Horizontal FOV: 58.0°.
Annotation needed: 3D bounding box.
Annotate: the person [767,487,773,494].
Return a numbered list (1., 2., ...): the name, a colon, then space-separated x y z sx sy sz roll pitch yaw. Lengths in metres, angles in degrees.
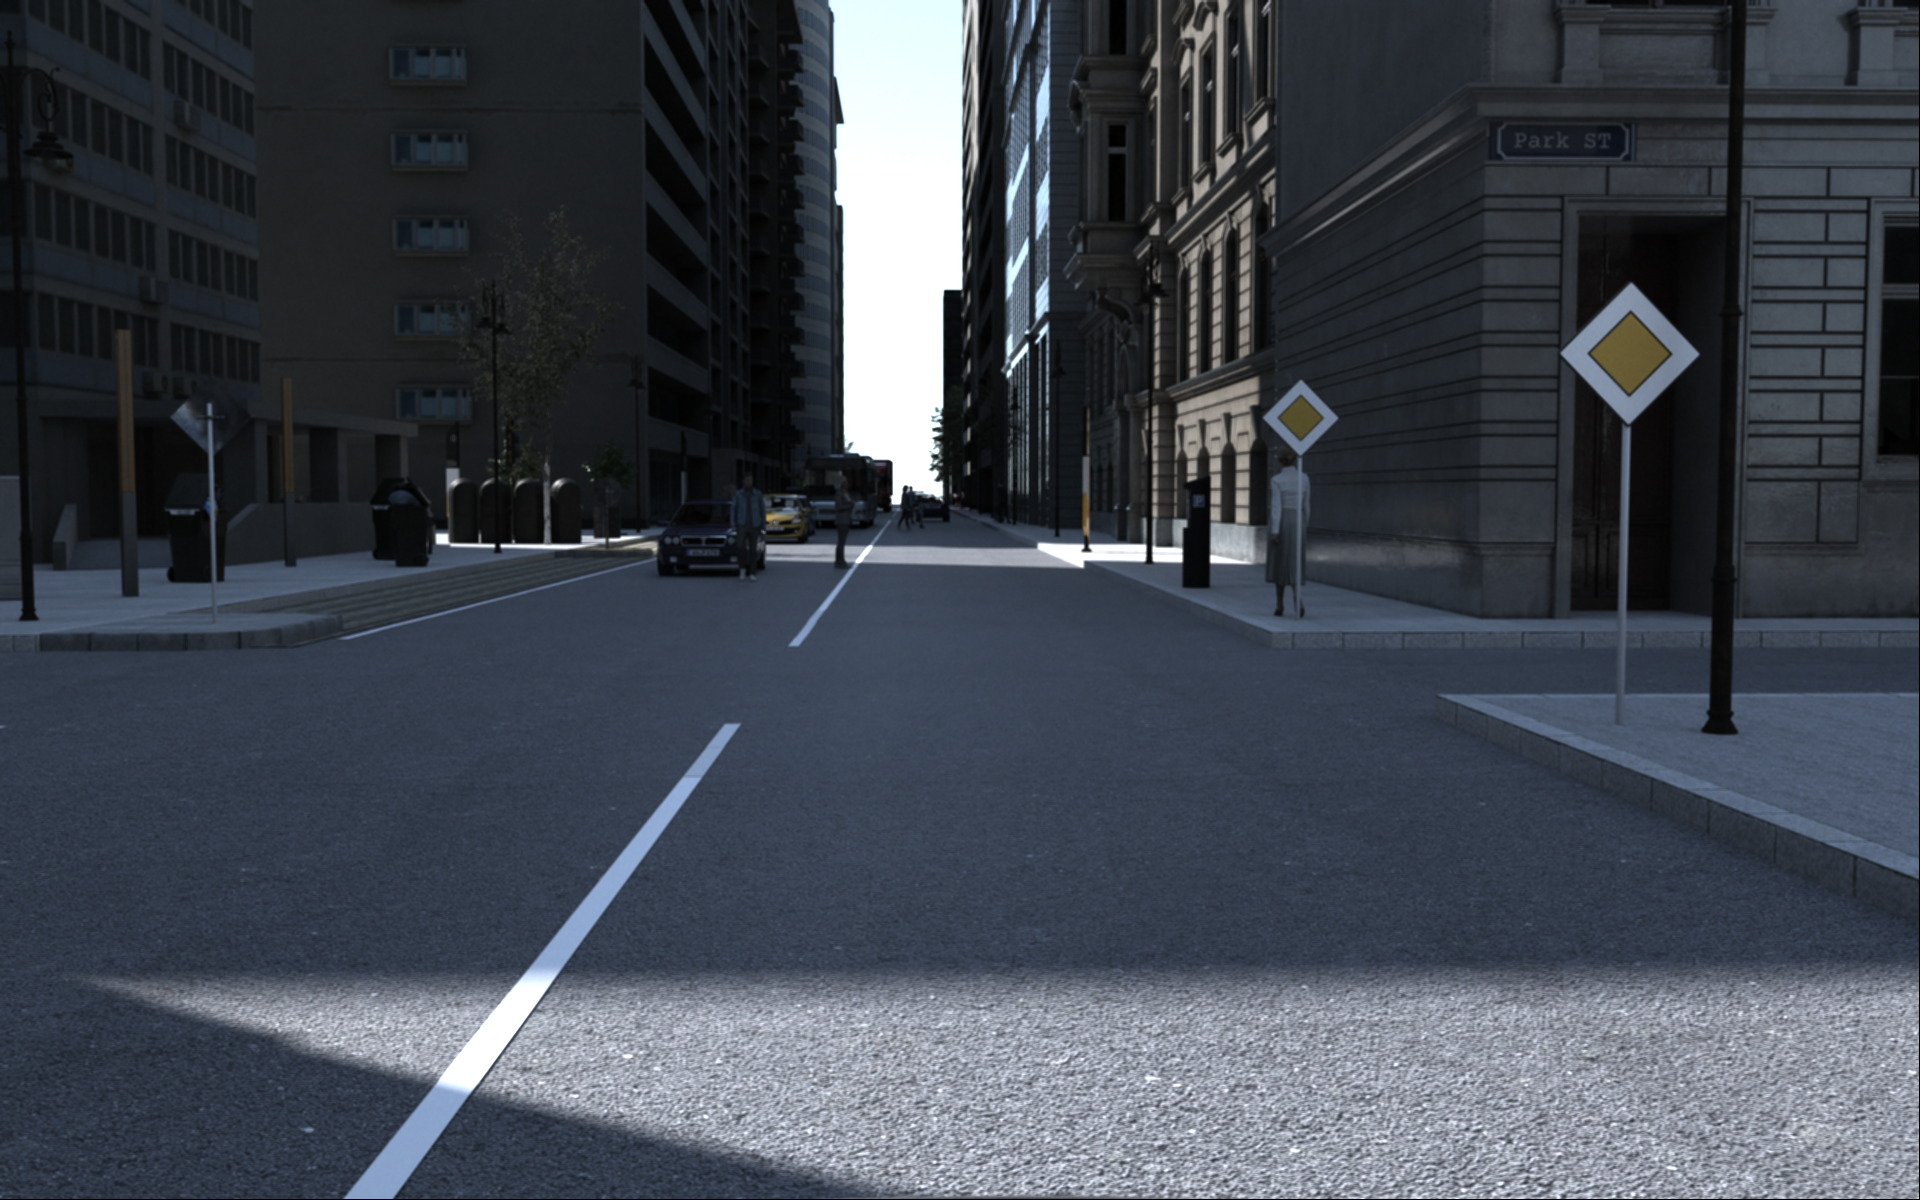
1. person: -11.667 -6.073 106.138 0.445 1.727 0.742 0 4 3

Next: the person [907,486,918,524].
1. person: -2.414 -4.606 83.676 0.748 1.841 0.638 -2 4 -35

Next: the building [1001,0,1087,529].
1. building: 8.203 -18.369 77.819 11.434 29.767 29.804 0 4 -2

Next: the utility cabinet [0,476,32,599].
1. utility cabinet: -11.844 -0.743 20.831 1.173 1.500 0.318 -1 4 -23

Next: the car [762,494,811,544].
1. car: -5.386 -2.507 51.213 2.015 1.641 3.980 0 4 -3

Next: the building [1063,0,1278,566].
1. building: 10.131 -13.867 45.813 14.460 24.649 34.723 0 4 -2

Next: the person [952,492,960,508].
1. person: -0.352 -8.904 154.815 0.799 1.438 0.628 0 4 1

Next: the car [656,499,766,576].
1. car: -4.506 -1.169 31.692 1.945 1.354 3.894 0 4 -3

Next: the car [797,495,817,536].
1. car: -5.982 -2.958 60.364 2.014 1.417 4.499 0 4 -2

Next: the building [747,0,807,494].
1. building: -24.701 -30.153 147.621 22.147 44.769 28.867 0 4 -2

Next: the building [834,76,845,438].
1. building: -29.144 -38.364 216.483 28.713 52.752 27.495 0 4 -2

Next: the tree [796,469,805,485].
1. tree: -14.160 -11.276 168.082 4.285 4.588 4.351 0 3 0

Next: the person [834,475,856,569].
1. person: -2.201 -1.518 33.501 0.526 1.800 0.537 2 4 28

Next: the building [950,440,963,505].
1. building: 10.337 -54.241 199.511 22.319 86.520 31.000 0 4 -2

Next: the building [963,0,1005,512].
1. building: 11.253 -32.655 157.618 21.300 48.544 21.600 0 4 -2

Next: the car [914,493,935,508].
1. car: -2.629 -7.673 134.492 2.155 1.783 4.494 0 4 -1

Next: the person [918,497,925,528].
1. person: -1.626 -3.734 73.827 0.394 1.301 0.425 -3 5 -42

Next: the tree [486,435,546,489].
1. tree: -13.064 -3.431 50.697 1.663 3.219 1.824 0 3 0

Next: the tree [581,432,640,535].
1. tree: -10.772 -3.634 54.011 1.663 3.219 1.824 0 3 0

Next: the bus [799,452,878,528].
1. bus: -5.163 -4.998 76.576 2.948 3.499 13.247 0 4 -1

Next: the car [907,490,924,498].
1. car: -4.049 -9.095 157.369 2.281 1.827 5.304 0 4 -2

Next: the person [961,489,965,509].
1. person: 0.364 -8.910 152.397 0.721 1.739 1.217 0 4 -2

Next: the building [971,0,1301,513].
1. building: 14.716 -33.218 132.357 28.713 52.752 27.495 0 4 -2

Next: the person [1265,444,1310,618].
1. person: 3.439 -0.719 18.025 0.478 1.798 0.641 0 4 -2

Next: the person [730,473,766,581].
1. person: -3.487 -1.203 28.507 0.601 1.785 0.444 -1 4 -8

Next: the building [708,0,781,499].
1. building: -23.422 -41.813 121.902 20.563 71.187 20.611 0 4 -2

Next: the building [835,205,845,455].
1. building: -23.158 -33.894 237.765 14.154 41.232 14.086 0 4 -2

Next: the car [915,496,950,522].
1. car: -1.452 -4.771 90.585 1.945 1.354 3.894 0 4 -3

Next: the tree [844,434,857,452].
1. tree: -17.681 -19.383 251.319 8.767 10.594 7.601 3 5 42

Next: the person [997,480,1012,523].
1. person: 1.945 -4.355 76.603 0.648 1.900 0.474 3 5 41

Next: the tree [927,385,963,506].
1. tree: 0.256 -15.985 179.480 7.486 12.596 7.792 0 3 0

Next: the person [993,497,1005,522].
1. person: 1.844 -4.087 78.364 0.738 1.151 1.012 0 4 5

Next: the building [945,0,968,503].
1. building: 8.526 -48.167 225.779 20.563 71.187 20.611 0 4 -2

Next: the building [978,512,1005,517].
1. building: 12.195 -29.595 107.578 21.300 48.544 21.600 0 4 -2

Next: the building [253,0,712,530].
1. building: -22.335 -27.390 71.529 21.300 48.544 21.600 0 4 -2

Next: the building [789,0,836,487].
1. building: -24.714 -39.544 188.546 21.231 58.520 28.212 0 4 -2

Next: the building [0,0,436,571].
1. building: -29.318 -21.030 35.727 32.217 40.220 23.993 0 4 -2

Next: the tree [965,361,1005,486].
1. tree: 2.271 -8.872 95.421 4.360 8.622 3.978 0 3 0

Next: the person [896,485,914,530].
1. person: -2.173 -3.667 68.635 0.728 1.800 0.709 1 4 14

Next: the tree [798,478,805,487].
1. tree: -14.630 -10.440 165.303 1.663 3.219 1.824 0 3 0

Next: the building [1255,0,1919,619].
1. building: 14.950 -11.386 22.322 21.152 22.565 11.583 0 4 -2

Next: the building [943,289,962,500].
1. building: 4.525 -28.902 244.241 14.160 30.474 14.107 0 4 -2
